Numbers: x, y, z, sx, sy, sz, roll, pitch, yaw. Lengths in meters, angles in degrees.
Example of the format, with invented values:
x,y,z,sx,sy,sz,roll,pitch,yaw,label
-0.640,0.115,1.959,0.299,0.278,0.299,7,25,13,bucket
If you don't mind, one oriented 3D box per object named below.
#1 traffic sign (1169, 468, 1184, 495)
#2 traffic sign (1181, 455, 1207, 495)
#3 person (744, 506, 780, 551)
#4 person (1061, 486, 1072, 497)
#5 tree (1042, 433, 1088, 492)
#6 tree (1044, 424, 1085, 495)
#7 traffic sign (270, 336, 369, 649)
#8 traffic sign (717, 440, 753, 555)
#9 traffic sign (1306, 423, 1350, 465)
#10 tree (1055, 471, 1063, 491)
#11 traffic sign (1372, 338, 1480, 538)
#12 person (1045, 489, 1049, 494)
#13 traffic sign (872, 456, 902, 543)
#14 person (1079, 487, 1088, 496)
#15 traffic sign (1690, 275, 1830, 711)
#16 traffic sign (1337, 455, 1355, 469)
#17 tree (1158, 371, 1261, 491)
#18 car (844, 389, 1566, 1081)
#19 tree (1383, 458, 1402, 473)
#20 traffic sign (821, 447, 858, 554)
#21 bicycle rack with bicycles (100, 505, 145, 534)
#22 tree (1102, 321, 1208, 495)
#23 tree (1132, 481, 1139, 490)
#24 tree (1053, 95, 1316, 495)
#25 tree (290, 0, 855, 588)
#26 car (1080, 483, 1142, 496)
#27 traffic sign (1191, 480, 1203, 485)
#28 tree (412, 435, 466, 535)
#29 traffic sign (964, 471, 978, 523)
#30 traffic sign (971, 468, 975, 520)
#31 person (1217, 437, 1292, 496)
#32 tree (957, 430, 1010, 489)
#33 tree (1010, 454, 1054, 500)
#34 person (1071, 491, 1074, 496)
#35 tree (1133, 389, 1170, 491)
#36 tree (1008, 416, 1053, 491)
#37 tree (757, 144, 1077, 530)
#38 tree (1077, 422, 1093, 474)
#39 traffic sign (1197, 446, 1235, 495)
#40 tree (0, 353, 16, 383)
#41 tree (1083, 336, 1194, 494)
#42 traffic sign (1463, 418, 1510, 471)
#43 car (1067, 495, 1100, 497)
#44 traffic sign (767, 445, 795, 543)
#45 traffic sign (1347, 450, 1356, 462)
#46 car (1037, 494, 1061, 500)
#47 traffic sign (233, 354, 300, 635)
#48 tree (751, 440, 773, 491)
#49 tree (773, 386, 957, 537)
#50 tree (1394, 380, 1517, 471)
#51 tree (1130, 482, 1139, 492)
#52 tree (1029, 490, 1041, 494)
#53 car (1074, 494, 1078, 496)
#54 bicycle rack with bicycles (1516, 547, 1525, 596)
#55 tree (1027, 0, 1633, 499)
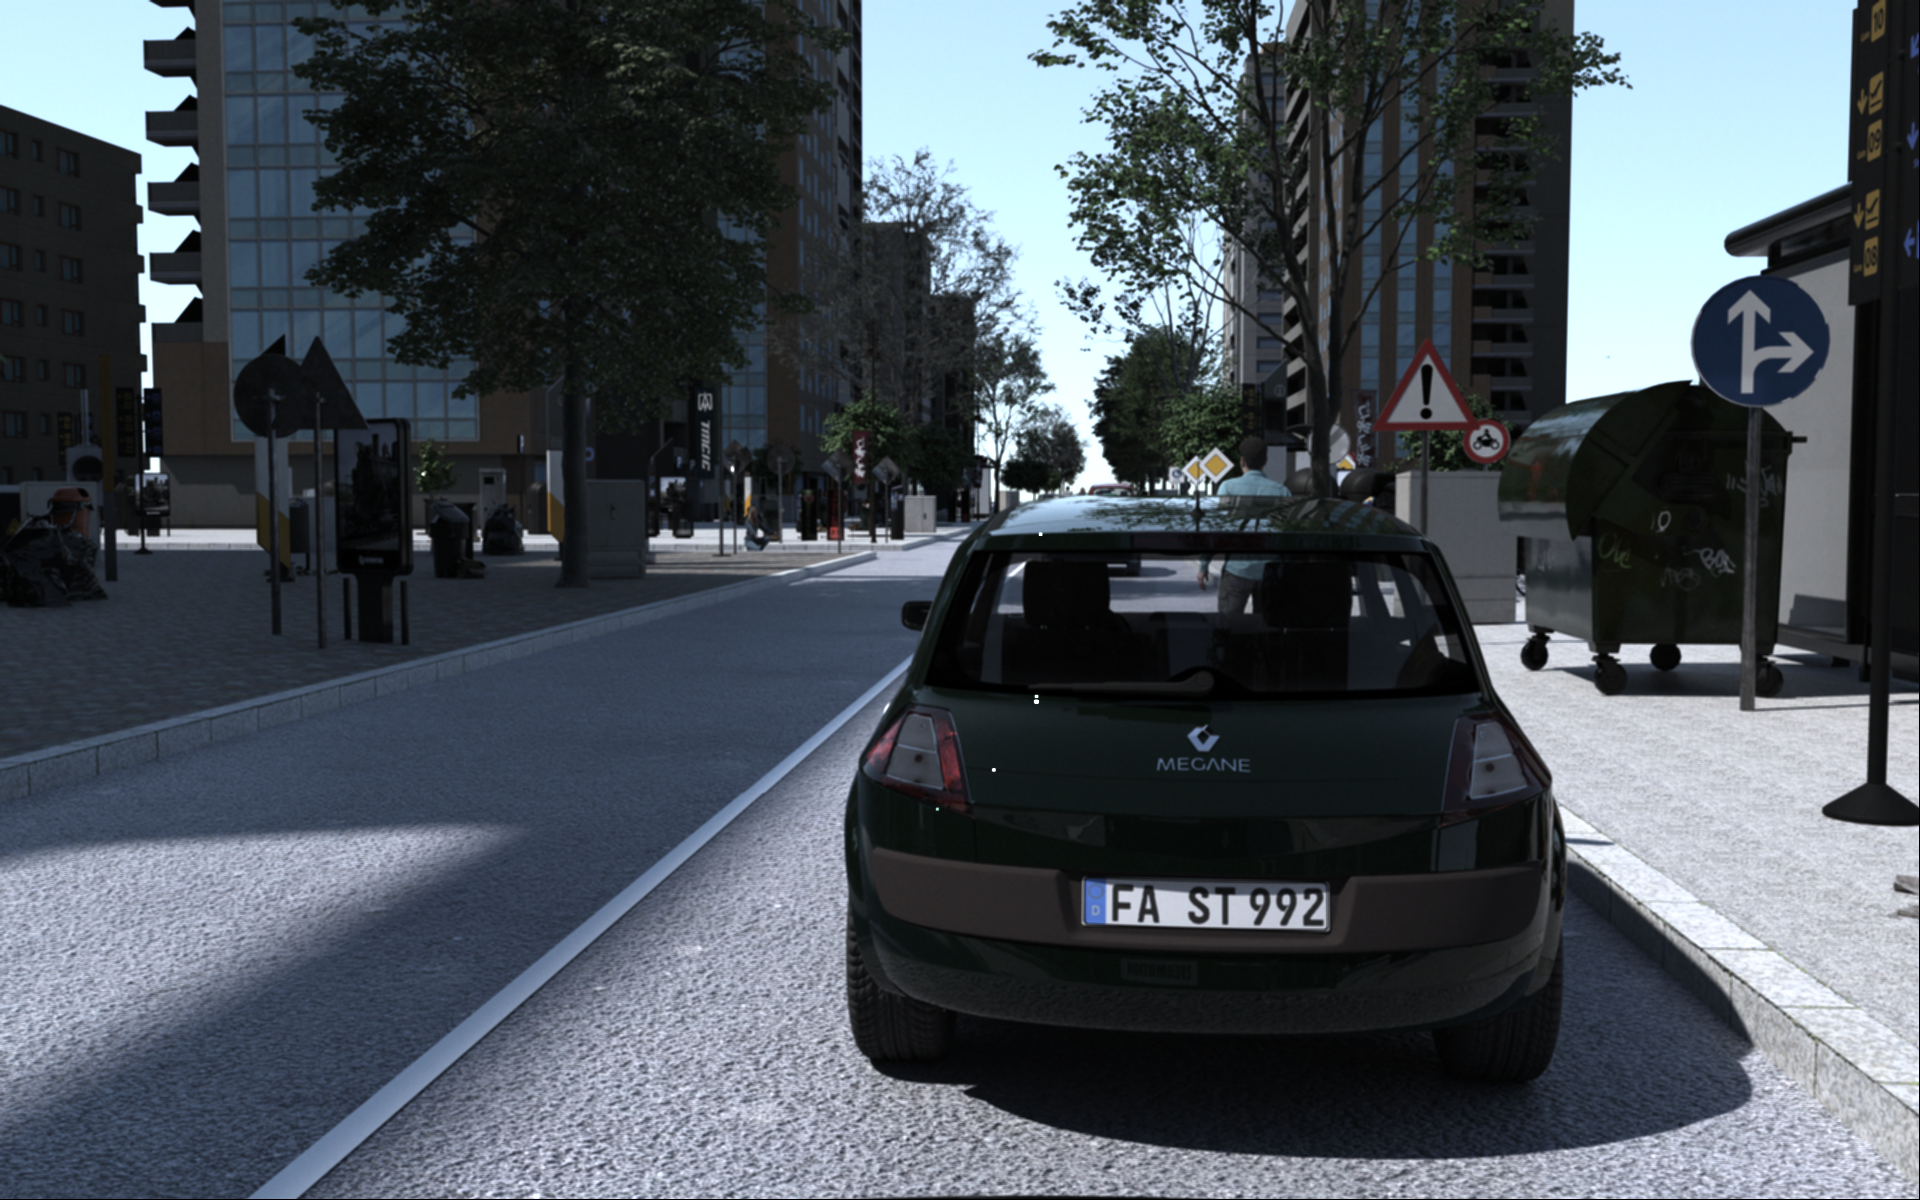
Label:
x,y,z,sx,sy,sz,roll,pitch,yaw,label
8.333,-3.942,66.586,0.606,2.300,0.079,1,4,11,traffic sign
6.054,-2.495,44.436,0.795,2.450,0.064,0,4,5,traffic sign
-4.639,-1.607,40.270,0.738,1.151,1.012,3,4,38,person
5.493,-4.947,89.230,0.661,1.843,0.795,1,4,19,person
15.368,-19.891,259.626,8.767,10.594,7.601,1,4,16,tree
16.323,-21.789,274.378,7.486,12.596,7.792,0,3,0,tree
-5.298,-0.875,14.315,0.884,2.594,0.081,1,4,10,traffic sign
-4.765,-2.170,36.663,0.795,2.450,0.064,1,4,14,traffic sign
6.507,-1.869,30.671,0.768,2.556,0.104,0,4,7,traffic sign
6.154,-9.926,145.996,4.285,4.588,4.351,0,3,0,tree
3.907,-0.891,14.574,0.884,2.594,0.081,0,4,6,traffic sign
5.699,-6.413,113.575,0.641,1.798,0.478,-1,4,-13,person
-1.910,-2.537,45.129,0.795,2.450,0.064,0,4,5,traffic sign
6.510,-5.052,91.289,0.537,1.800,0.526,0,4,8,person
4.665,-0.616,10.186,0.768,2.556,0.104,1,4,8,traffic sign
10.786,-2.899,48.579,0.795,2.450,0.064,1,4,10,traffic sign
6.967,-3.839,46.483,4.285,4.588,4.351,0,3,0,tree
0.730,0.250,5.697,2.009,1.686,4.222,0,4,6,car
23.298,-6.011,92.881,1.663,3.219,1.824,0,3,0,tree
-2.585,-2.051,37.173,0.795,2.450,0.064,0,4,5,traffic sign
-27.725,-2.626,56.317,2.852,0.926,2.925,-1,4,-21,bicycle rack with bicycles
13.174,-11.999,114.316,7.486,12.596,7.792,0,3,0,tree
22.953,-16.794,224.943,4.360,8.622,3.978,0,3,0,tree
10.660,-13.786,81.295,12.611,20.169,13.585,0,3,0,tree
-5.365,-6.475,23.995,7.486,12.596,7.792,0,3,0,tree
5.384,-3.237,61.599,2.281,1.827,5.304,0,4,4,car
13.060,-5.845,95.679,0.768,2.556,0.104,0,4,8,traffic sign
-16.731,-3.670,54.610,1.663,3.219,1.824,0,3,0,tree
0.439,-4.643,77.101,0.795,2.450,0.064,0,4,7,traffic sign
0.589,-5.258,86.081,0.768,2.556,0.104,0,4,5,traffic sign
1.980,-0.202,11.816,0.660,1.820,0.620,-1,4,-13,person
-0.955,-5.324,70.763,4.285,4.588,4.351,0,3,0,tree
4.681,-9.475,138.628,4.285,4.588,4.351,0,3,0,tree
11.788,-10.549,181.699,0.721,1.743,1.217,3,5,44,person
13.701,-10.516,122.295,4.737,8.622,4.395,0,3,0,tree
6.362,-12.377,152.733,4.360,8.622,3.978,0,3,0,tree
-1.982,-9.241,61.453,12.009,13.543,11.850,0,3,0,tree
12.308,-19.409,227.707,12.009,13.543,11.850,0,3,0,tree
5.379,-2.008,36.479,0.795,2.450,0.064,0,4,5,traffic sign
-5.832,-0.848,8.472,1.663,3.219,1.824,0,3,0,tree
14.463,-14.126,137.609,9.857,13.997,8.962,0,3,0,tree
8.837,-1.776,29.149,0.768,2.556,0.104,1,4,11,traffic sign
2.458,-1.213,31.835,2.014,1.417,4.499,0,4,6,car
-4.661,-2.742,44.933,0.768,2.556,0.104,1,4,15,traffic sign
10.835,-2.990,48.991,0.768,2.556,0.104,1,4,9,traffic sign
5.189,-5.364,99.493,2.131,1.459,4.920,0,4,4,car
-6.255,-0.958,15.777,0.768,2.556,0.104,0,4,7,traffic sign
-10.518,-7.045,98.891,4.285,4.588,4.351,0,3,0,tree
-2.793,-4.205,52.459,4.285,4.588,4.351,0,3,0,tree
14.399,-4.076,50.355,4.285,4.588,4.351,0,3,0,tree
24.404,-15.384,246.125,1.663,3.219,1.824,0,3,0,tree
7.259,-10.485,166.023,1.663,3.219,1.824,0,3,0,tree
14.755,-12.378,214.379,2.014,1.417,4.499,0,4,4,car
6.923,-0.482,21.256,2.852,0.926,2.925,0,4,-7,bicycle rack with bicycles
4.656,-5.889,22.033,9.928,11.665,9.643,0,3,0,tree
